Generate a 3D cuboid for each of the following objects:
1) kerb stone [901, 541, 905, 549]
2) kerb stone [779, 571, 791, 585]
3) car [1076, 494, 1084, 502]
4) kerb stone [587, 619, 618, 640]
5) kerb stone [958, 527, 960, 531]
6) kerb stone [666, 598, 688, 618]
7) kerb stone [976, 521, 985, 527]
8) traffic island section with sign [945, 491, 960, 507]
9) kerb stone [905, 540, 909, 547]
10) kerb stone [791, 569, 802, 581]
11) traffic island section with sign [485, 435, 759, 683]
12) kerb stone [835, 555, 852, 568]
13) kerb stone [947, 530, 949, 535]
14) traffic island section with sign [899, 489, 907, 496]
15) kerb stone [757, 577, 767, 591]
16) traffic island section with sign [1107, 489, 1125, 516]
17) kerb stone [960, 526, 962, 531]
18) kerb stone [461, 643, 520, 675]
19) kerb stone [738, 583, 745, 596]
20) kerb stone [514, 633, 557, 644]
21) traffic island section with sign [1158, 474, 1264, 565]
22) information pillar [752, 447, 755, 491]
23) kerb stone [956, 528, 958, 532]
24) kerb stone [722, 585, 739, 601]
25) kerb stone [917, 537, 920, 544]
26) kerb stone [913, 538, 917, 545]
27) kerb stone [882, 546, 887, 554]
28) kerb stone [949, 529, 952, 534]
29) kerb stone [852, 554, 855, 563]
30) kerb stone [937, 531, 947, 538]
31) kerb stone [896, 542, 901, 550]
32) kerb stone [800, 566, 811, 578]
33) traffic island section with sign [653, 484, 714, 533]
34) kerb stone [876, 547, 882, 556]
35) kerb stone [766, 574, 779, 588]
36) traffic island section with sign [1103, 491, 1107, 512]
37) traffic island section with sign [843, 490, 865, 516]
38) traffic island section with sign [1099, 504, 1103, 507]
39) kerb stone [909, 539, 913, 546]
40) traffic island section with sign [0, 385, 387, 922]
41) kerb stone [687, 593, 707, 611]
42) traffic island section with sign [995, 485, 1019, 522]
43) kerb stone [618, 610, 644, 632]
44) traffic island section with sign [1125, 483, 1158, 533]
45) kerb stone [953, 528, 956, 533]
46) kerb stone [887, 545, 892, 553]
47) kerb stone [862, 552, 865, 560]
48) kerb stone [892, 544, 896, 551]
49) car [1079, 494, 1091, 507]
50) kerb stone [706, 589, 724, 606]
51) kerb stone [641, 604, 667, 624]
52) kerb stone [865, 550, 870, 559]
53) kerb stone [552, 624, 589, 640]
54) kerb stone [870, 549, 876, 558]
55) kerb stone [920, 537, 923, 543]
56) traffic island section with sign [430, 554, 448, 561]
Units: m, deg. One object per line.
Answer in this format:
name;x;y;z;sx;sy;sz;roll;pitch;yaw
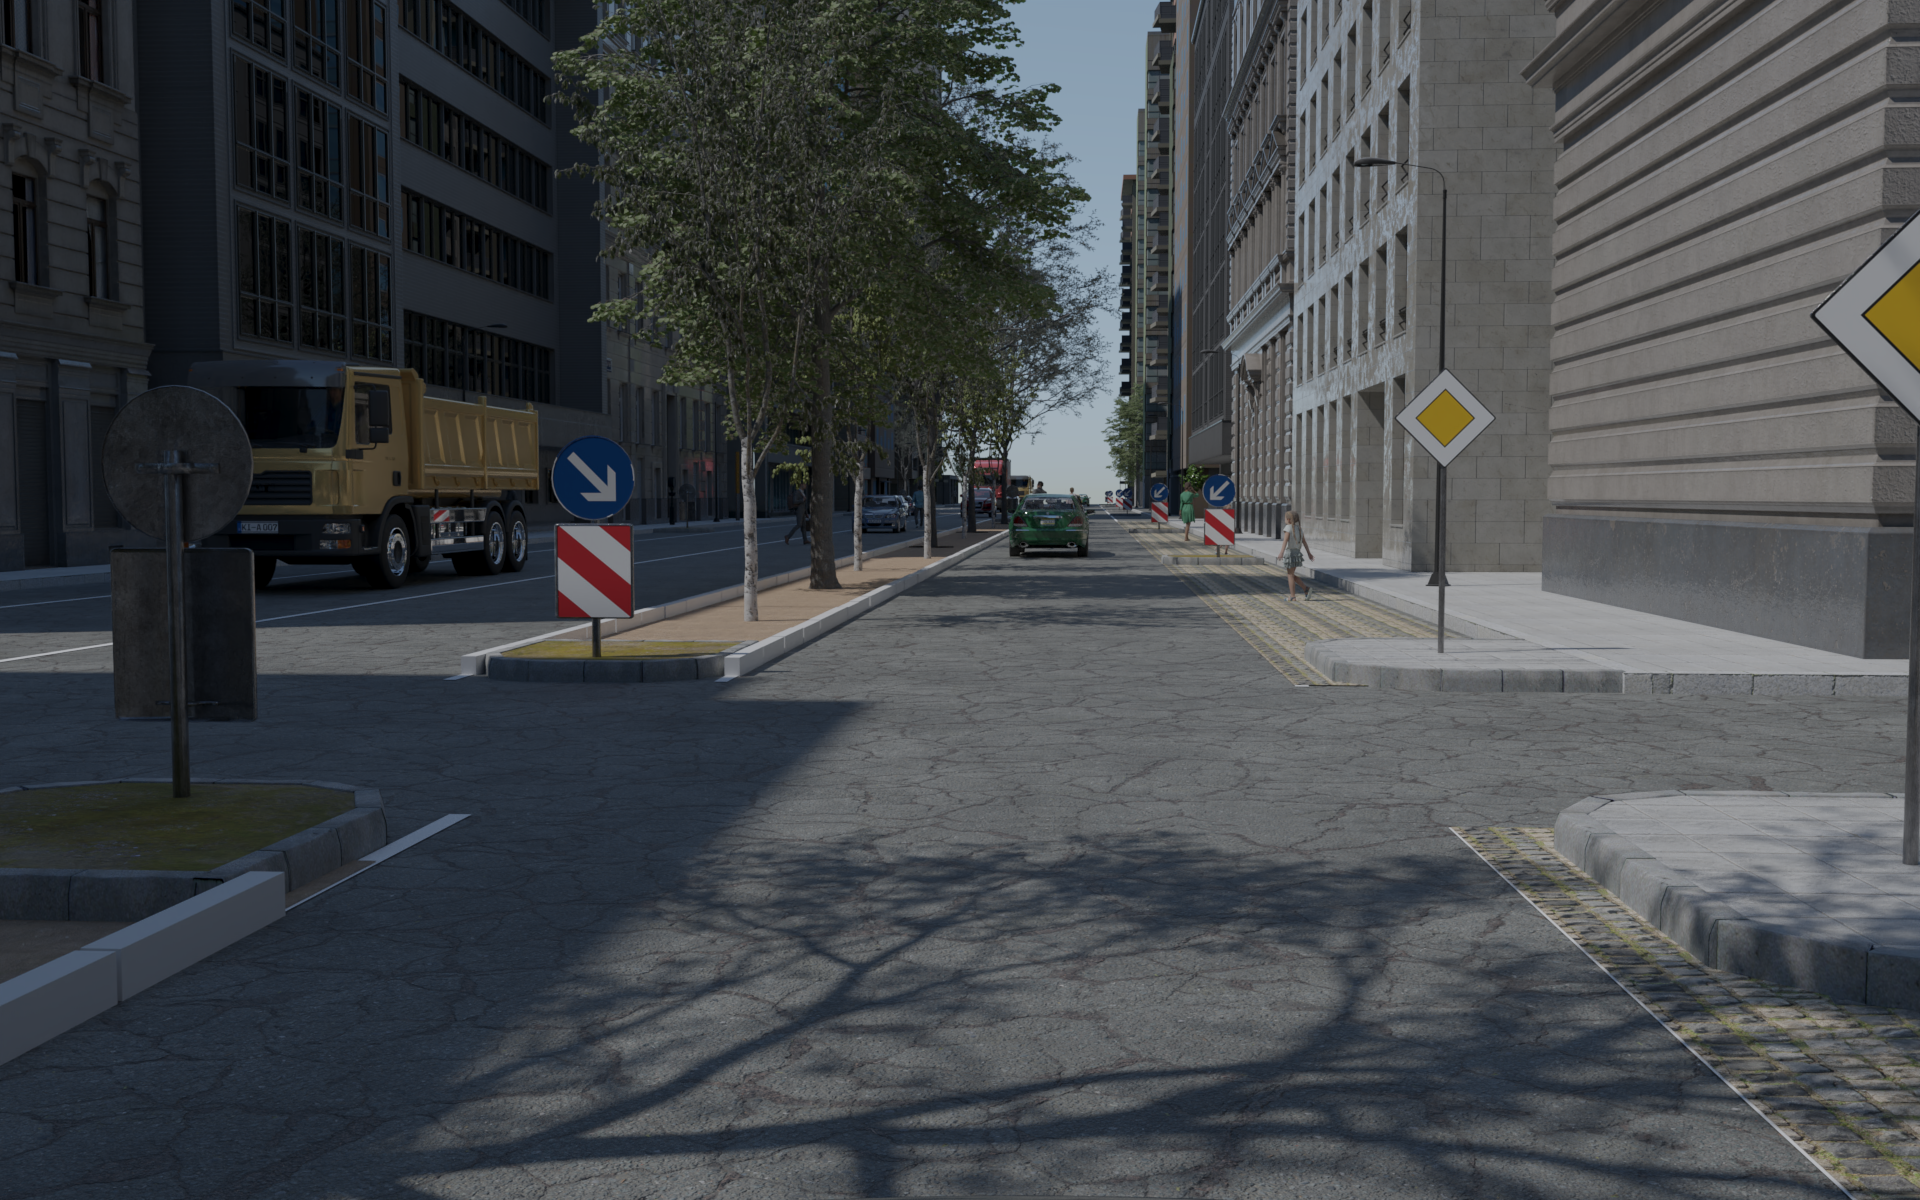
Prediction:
kerb stone;-1.612;-1.389;44.914;0.120;0.150;1.000;0;4;4
kerb stone;-2.877;-0.326;27.535;0.120;0.150;1.000;0;4;4
car;11.516;-10.098;175.318;2.015;1.641;3.980;0;4;3
kerb stone;-3.631;0.301;17.270;0.120;0.150;1.000;0;4;4
kerb stone;-0.191;-2.577;64.337;0.120;0.150;1.000;0;4;4
kerb stone;-3.395;0.115;20.353;0.120;0.150;1.000;0;4;4
kerb stone;0.941;-3.516;79.678;0.120;0.150;1.000;0;4;4
traffic island section with sign;-0.652;-11.533;197.184;1.989;1.847;2.006;0;4;4
kerb stone;-1.534;-1.452;45.933;0.120;0.150;1.000;0;4;4
kerb stone;-2.795;-0.389;28.553;0.120;0.150;1.000;0;4;4
traffic island section with sign;-2.804;-0.366;14.128;2.006;1.907;1.989;0;4;4
kerb stone;-2.350;-0.764;34.683;0.120;0.150;1.000;0;4;4
kerb stone;-0.559;-2.263;59.217;0.120;0.150;1.000;0;4;4
traffic island section with sign;-4.684;-8.155;141.964;1.989;1.847;2.006;0;4;4
kerb stone;-3.022;-0.201;25.478;0.120;0.150;1.000;0;4;4
traffic island section with sign;10.848;-6.415;113.521;1.989;1.847;2.006;0;4;4
kerb stone;-0.105;-2.640;65.365;0.120;0.150;1.000;0;4;4
kerb stone;-3.852;0.489;14.198;0.120;0.150;1.000;0;4;4
kerb stone;-3.101;-0.138;24.452;0.120;0.150;1.000;0;4;4
kerb stone;-3.773;0.427;15.221;0.120;0.150;1.000;0;4;4
traffic island section with sign;5.158;-1.649;35.582;1.989;1.847;2.006;0;4;4
information pillar;-10.310;-5.811;86.360;0.183;3.616;0.504;0;4;0
kerb stone;-0.255;-2.512;63.315;0.120;0.150;1.000;0;4;4
kerb stone;-3.177;-0.075;23.428;0.120;0.150;1.000;0;4;4
kerb stone;-1.309;-1.640;49.011;0.120;0.150;1.000;0;4;4
kerb stone;-1.375;-1.578;47.989;0.120;0.150;1.000;0;4;4
kerb stone;-1.906;-1.140;40.834;0.120;0.150;1.000;0;4;4
kerb stone;-0.481;-2.326;60.240;0.120;0.150;1.000;0;4;4
kerb stone;-2.276;-0.826;35.703;0.120;0.150;1.000;0;4;4
kerb stone;-0.633;-2.202;58.198;0.120;0.150;1.000;0;4;4
kerb stone;-1.680;-1.327;43.894;0.120;0.150;1.000;0;4;4
kerb stone;-2.724;-0.451;29.573;0.120;0.150;1.000;0;4;4
traffic island section with sign;-10.305;-3.449;65.012;1.989;1.847;2.006;0;4;4
kerb stone;-1.978;-1.075;39.796;0.120;0.150;1.000;0;4;4
kerb stone;-2.958;-0.264;26.506;0.120;0.150;1.000;0;4;4
traffic island section with sign;12.812;-8.063;140.450;1.989;1.847;2.006;0;4;4
traffic island section with sign;-6.658;-6.511;115.080;1.989;1.847;2.006;0;4;4
traffic island section with sign;16.874;-11.455;195.910;1.989;1.847;2.006;0;4;4
kerb stone;-1.449;-1.514;46.957;0.120;0.150;1.000;0;4;4
traffic island section with sign;-3.353;0.085;6.741;2.006;1.907;1.989;0;4;4
kerb stone;-3.320;0.050;21.382;0.120;0.150;1.000;0;4;4
traffic island section with sign;2.664;-4.950;89.068;2.006;1.907;1.989;0;4;4
kerb stone;-3.554;0.238;18.306;0.120;0.150;1.000;0;4;4
traffic island section with sign;7.200;-3.370;63.728;1.989;1.847;2.006;0;4;4
kerb stone;-0.328;-2.452;62.290;0.120;0.150;1.000;0;4;4
kerb stone;-1.828;-1.202;41.856;0.120;0.150;1.000;0;4;4
kerb stone;-2.199;-0.889;36.723;0.120;0.150;1.000;0;4;4
kerb stone;-1.757;-1.265;42.875;0.120;0.150;1.000;0;4;4
car;13.959;-11.443;198.883;2.131;1.459;4.920;0;4;5
kerb stone;-3.253;-0.011;22.409;0.120;0.150;1.000;0;4;4
kerb stone;-3.481;0.175;19.329;0.120;0.150;1.000;0;4;4
kerb stone;-2.131;-0.951;37.749;0.120;0.150;1.000;0;4;4
kerb stone;-3.704;0.364;16.242;0.120;0.150;1.000;0;4;4
kerb stone;-2.060;-1.014;38.778;0.120;0.150;1.000;0;4;4
kerb stone;-1.238;-1.702;50.031;0.120;0.150;1.000;0;4;4
traffic island section with sign;-12.305;-1.779;37.717;1.989;1.847;2.006;0;4;4
